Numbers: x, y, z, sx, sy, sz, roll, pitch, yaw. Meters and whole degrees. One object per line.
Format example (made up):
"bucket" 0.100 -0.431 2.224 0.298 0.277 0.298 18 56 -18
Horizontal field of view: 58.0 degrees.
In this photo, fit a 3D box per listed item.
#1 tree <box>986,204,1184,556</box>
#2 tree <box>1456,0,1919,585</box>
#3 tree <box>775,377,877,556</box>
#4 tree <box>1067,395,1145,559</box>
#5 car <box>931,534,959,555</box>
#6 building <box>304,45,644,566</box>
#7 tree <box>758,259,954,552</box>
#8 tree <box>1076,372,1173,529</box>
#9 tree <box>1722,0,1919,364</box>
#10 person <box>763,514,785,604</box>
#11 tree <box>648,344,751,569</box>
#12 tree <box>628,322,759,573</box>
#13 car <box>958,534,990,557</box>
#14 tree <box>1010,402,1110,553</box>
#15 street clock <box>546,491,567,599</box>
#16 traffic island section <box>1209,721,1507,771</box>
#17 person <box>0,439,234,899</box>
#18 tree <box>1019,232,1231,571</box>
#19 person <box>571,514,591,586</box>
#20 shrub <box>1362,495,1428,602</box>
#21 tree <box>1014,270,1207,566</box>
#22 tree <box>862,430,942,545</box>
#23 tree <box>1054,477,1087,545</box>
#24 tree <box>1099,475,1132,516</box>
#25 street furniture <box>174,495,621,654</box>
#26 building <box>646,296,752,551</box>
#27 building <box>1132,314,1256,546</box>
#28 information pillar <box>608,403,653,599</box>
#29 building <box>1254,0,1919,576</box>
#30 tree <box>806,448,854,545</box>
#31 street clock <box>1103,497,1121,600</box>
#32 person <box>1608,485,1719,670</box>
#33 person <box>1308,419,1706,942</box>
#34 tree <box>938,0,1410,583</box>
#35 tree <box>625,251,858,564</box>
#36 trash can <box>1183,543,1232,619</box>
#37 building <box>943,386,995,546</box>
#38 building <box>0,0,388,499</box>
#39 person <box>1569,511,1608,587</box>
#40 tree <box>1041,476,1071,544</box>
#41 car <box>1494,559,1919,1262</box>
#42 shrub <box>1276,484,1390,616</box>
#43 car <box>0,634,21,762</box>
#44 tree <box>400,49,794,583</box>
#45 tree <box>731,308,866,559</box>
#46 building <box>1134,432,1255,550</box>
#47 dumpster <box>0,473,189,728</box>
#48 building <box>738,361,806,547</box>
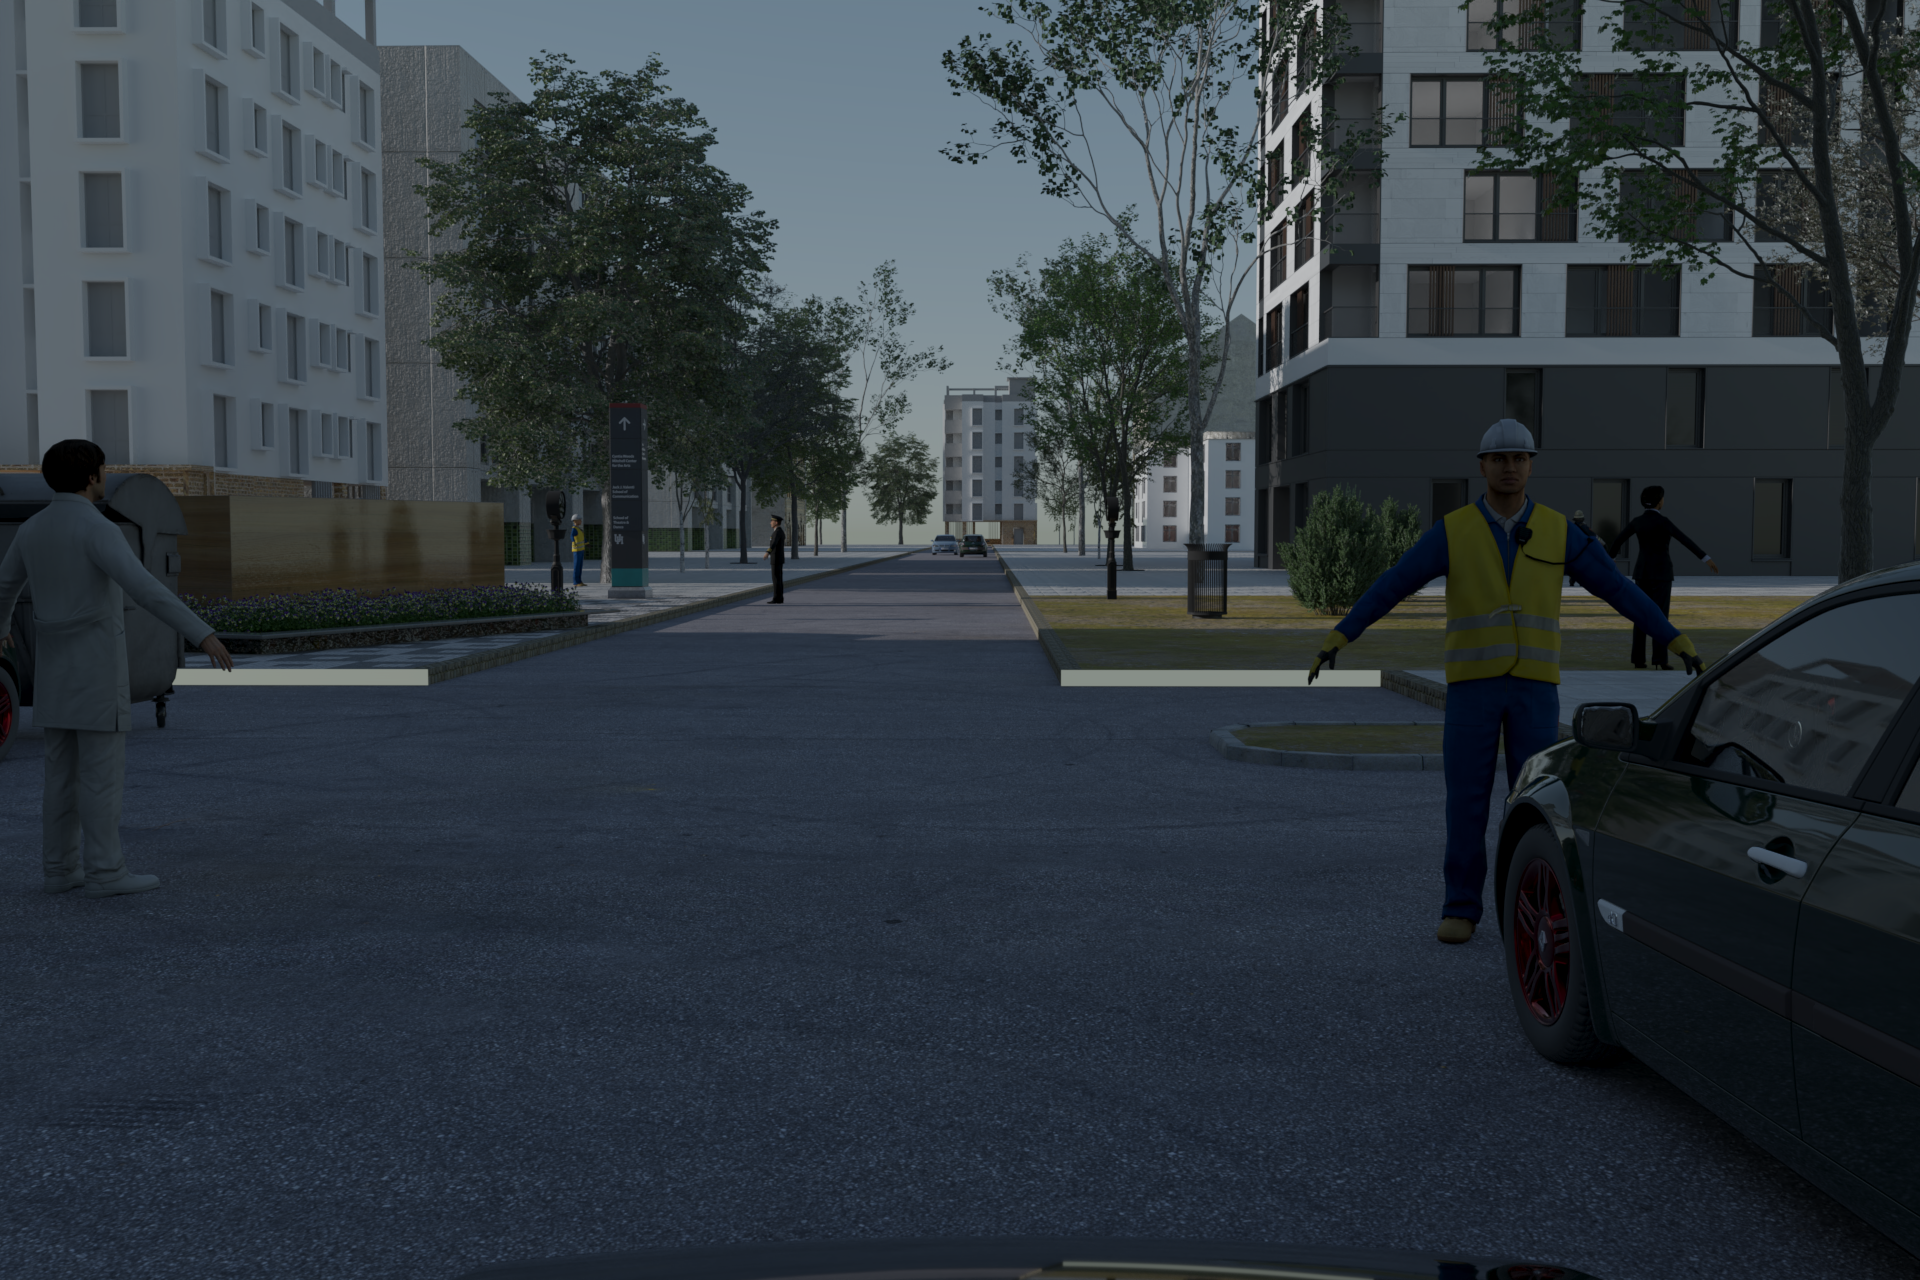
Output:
"tree" 7.582 -14.970 100.655 12.611 20.169 13.585 0 3 0
"tree" 8.383 -5.501 15.694 9.928 11.665 9.643 0 3 0
"tree" -8.185 -10.234 101.744 7.601 10.594 8.767 -3 4 -36
"tree" 7.372 -8.471 88.869 4.737 8.622 4.395 0 3 0
"car" -1.008 -6.558 119.219 2.014 1.417 4.499 0 4 1
"building" -26.003 -12.998 78.979 16.747 18.905 31.486 0 4 2
"tree" -7.224 -16.133 119.667 12.611 20.169 13.585 0 3 0
"tree" 7.040 -7.755 77.165 4.737 8.622 4.395 0 3 0
"tree" 17.812 -7.250 28.912 12.009 13.543 11.850 0 3 0
"person" -3.788 -1.666 35.627 0.705 1.837 1.347 0 4 6
"tree" -9.147 -6.948 63.956 4.360 8.622 3.978 0 3 0
"tree" -9.418 -6.553 57.500 4.360 8.622 3.978 0 3 0
"car" 0.845 -6.001 107.903 2.009 1.686 4.222 0 4 1
"tree" 6.892 -11.258 118.488 7.601 10.594 8.767 0 4 -8
"street clock" -6.767 -1.498 29.060 0.358 2.002 0.471 0 4 1
"traffic island section" 2.697 0.696 11.485 1.991 0.108 1.994 0 4 1
"person" -3.482 0.105 6.921 1.347 1.806 0.705 2 4 24
"tree" 5.738 -8.219 60.141 9.928 11.665 9.643 0 3 0
"person" -9.299 -2.206 42.531 0.721 1.772 1.216 0 4 5
"shrub" 8.236 -1.749 33.013 1.690 2.028 1.600 0 3 0
"tree" 5.960 -8.758 68.956 9.928 11.665 9.643 0 3 0
"tree" -7.100 -18.607 210.877 9.857 13.997 8.962 0 3 0
"tree" 13.493 -15.767 208.149 4.737 8.622 4.395 0 3 0
"tree" 20.230 -16.750 208.274 7.601 10.594 8.767 0 4 6
"street furniture" -9.160 -0.883 21.285 11.010 1.723 9.812 1 4 22
"building" -28.216 -17.037 145.005 16.747 18.905 31.486 0 4 2
"building" 28.179 -21.484 182.193 19.493 23.208 18.063 0 4 1
"information pillar" -6.605 -2.766 34.595 0.750 3.857 0.750 0 4 1
"building" 25.299 -13.722 68.325 27.936 21.610 32.646 0 4 1
"tree" -16.582 -17.917 211.063 7.486 12.596 7.792 0 3 0
"street clock" 2.981 -1.797 33.957 0.358 2.002 0.471 0 4 -1
"person" 6.623 -0.594 16.439 0.721 1.740 1.216 -2 4 -31
"person" 1.912 0.143 6.096 1.349 1.833 0.705 1 4 11
"tree" 5.009 -11.502 43.942 12.611 20.169 13.585 0 3 0
"tree" -9.430 -10.049 74.669 12.009 13.543 11.850 0 3 0
"trash can" 3.768 -0.901 26.378 0.748 1.137 0.748 0 3 0
"building" -1.799 -21.663 213.073 11.380 20.090 16.016 0 4 2
"building" -25.064 -11.664 47.134 16.016 20.090 11.380 0 4 0
"person" 15.128 -2.237 42.359 1.354 1.856 0.705 2 4 35
"tree" 12.014 -16.061 212.957 4.737 8.622 4.395 0 3 0
"car" 2.428 0.385 3.497 2.009 1.686 4.222 0 4 0
"shrub" 5.907 -1.428 27.395 1.661 2.075 1.752 0 3 0
"car" -6.832 0.029 9.306 2.009 1.686 4.222 0 4 1
"tree" -9.201 -8.454 44.884 9.857 13.997 8.962 0 3 0
"tree" -8.826 -10.378 87.809 7.486 12.596 7.792 0 3 0
"building" 21.266 -13.073 155.895 9.099 9.664 28.070 0 4 1
"dumpster" -6.621 -0.249 12.279 1.865 1.857 1.264 0 4 1
"building" -26.777 -21.656 185.011 19.493 23.208 18.063 0 4 1
